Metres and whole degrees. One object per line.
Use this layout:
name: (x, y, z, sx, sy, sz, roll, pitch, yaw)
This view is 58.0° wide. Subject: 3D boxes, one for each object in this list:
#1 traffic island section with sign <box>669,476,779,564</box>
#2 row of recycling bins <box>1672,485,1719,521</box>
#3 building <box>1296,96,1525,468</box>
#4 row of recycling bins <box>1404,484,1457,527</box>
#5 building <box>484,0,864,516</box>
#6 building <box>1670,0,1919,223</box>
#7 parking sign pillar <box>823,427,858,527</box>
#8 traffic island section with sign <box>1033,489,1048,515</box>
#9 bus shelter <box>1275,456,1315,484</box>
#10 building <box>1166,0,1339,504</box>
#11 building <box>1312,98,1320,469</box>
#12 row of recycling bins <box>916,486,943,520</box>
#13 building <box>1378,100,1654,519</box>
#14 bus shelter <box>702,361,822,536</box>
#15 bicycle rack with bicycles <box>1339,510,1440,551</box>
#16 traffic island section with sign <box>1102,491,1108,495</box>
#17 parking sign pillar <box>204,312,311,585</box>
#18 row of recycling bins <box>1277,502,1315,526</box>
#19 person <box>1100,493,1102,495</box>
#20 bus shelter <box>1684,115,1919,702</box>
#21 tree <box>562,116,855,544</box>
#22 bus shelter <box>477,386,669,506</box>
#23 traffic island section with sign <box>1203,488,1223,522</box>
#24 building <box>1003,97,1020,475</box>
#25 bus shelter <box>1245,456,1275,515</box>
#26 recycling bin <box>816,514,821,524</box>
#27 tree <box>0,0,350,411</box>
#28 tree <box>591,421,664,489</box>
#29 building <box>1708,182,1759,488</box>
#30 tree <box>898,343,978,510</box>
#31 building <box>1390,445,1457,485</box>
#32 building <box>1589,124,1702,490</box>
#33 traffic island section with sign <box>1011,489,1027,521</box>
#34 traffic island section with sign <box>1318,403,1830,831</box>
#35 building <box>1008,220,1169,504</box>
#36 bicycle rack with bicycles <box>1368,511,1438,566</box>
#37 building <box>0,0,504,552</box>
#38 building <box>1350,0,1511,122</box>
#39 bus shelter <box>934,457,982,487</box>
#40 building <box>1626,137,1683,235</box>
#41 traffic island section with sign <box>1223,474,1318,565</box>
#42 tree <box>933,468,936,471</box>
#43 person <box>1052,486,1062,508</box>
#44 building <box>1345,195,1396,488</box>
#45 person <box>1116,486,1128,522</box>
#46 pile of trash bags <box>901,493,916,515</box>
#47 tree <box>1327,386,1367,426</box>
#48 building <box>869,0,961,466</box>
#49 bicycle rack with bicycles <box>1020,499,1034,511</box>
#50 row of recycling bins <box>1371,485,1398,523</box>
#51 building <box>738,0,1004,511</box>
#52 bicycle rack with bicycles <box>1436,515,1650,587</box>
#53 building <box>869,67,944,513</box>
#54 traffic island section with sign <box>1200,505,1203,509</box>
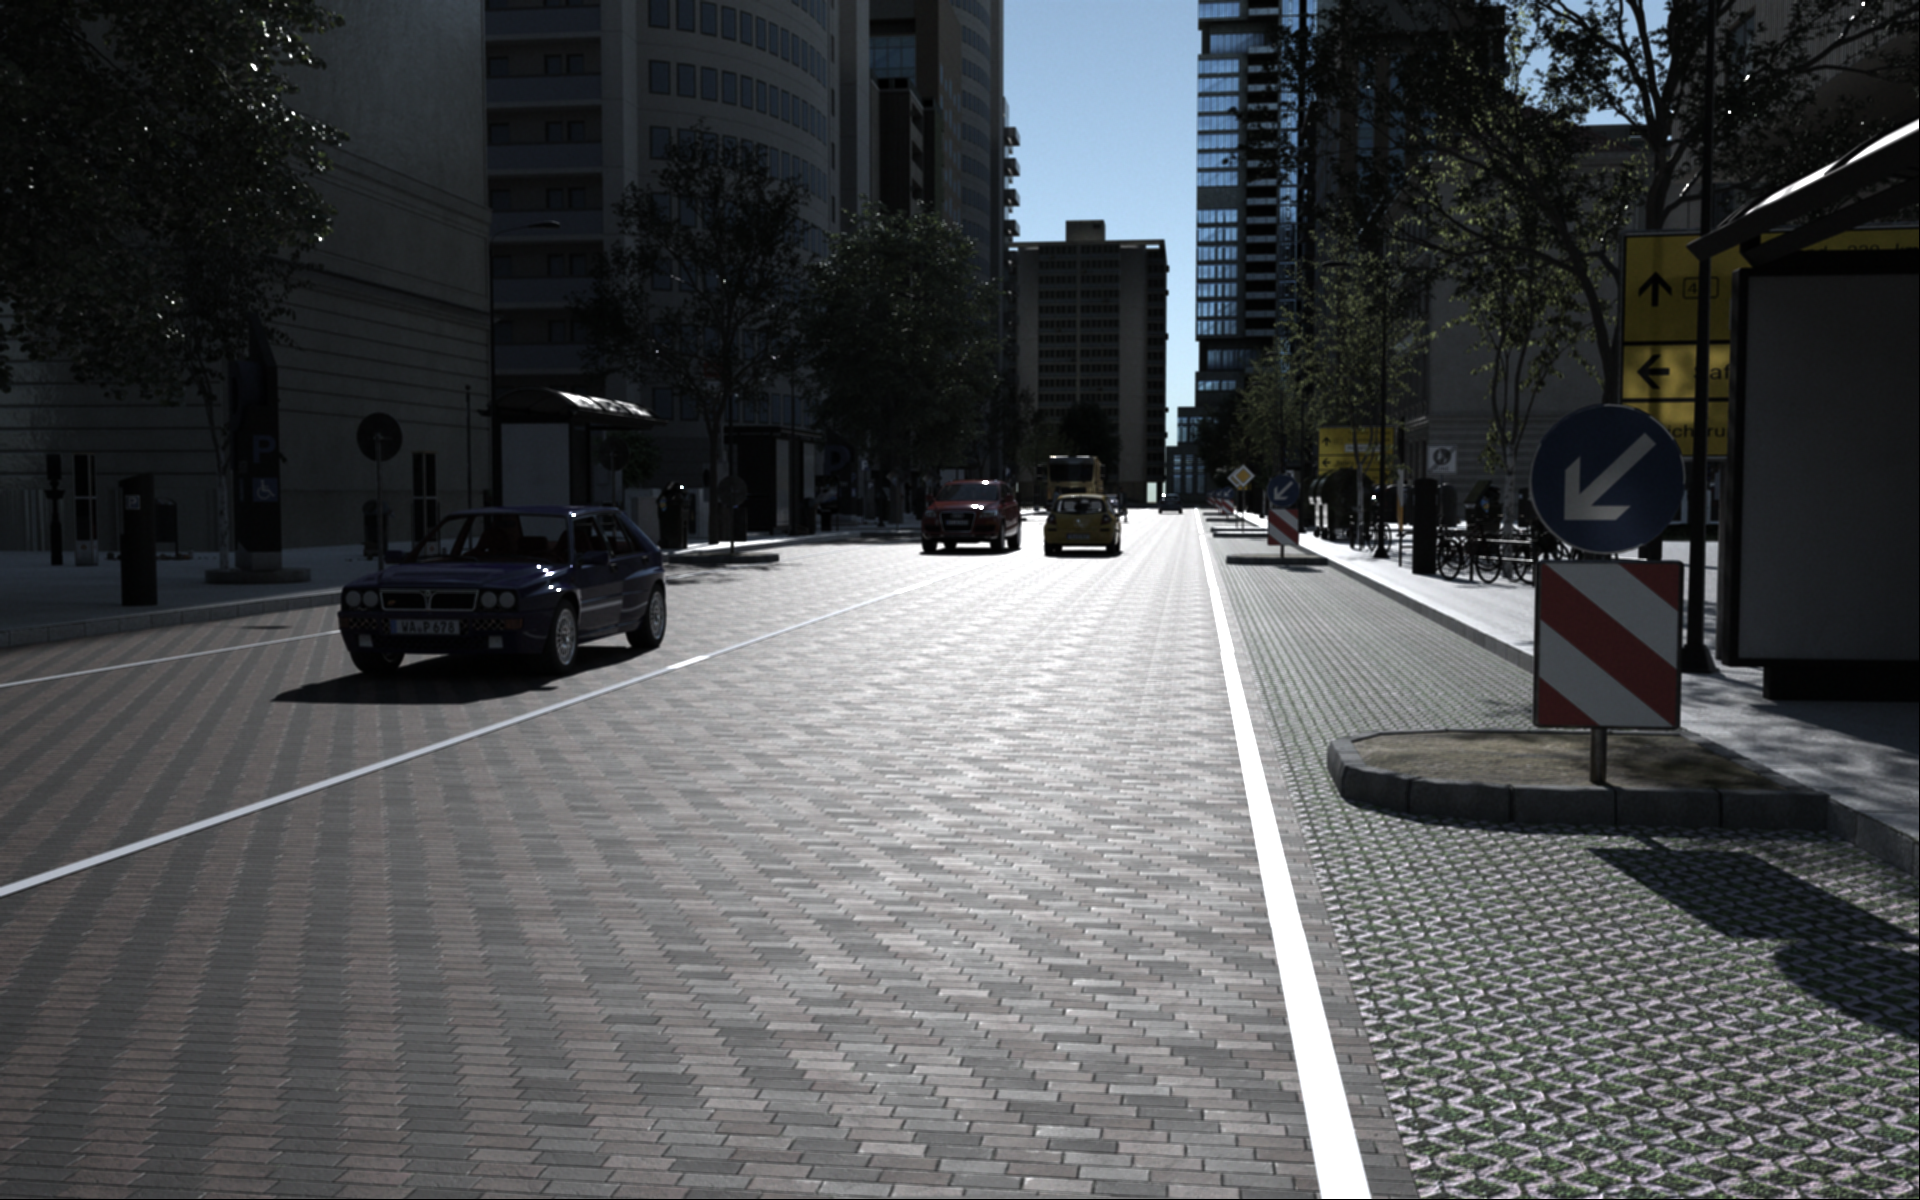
traffic island section with sign: (-4.901, -1.709, 36.565, 1.989, 1.847, 2.006, 0, 4, 8)
row of recycling bins: (35.804, -4.663, 83.350, 3.534, 1.692, 1.069, 1, 4, 15)
building: (48.610, -32.750, 190.079, 22.147, 44.769, 28.867, 0, 4, 8)
row of recycling bins: (18.998, -3.829, 69.714, 1.069, 1.692, 3.534, 0, 4, -6)
building: (-17.701, -33.607, 91.478, 21.231, 58.520, 28.212, 0, 4, 8)
building: (28.444, -26.684, 25.530, 28.713, 52.752, 27.495, 0, 4, 8)
parking sign pillar: (-4.772, -4.915, 68.831, 1.447, 3.967, 1.447, 2, 4, 29)
traffic island section with sign: (6.085, -6.713, 118.379, 1.989, 1.847, 2.006, 0, 4, 8)
bus shelter: (18.403, -6.221, 95.630, 2.014, 3.302, 5.546, 0, 4, 8)
building: (44.494, -56.679, 239.378, 31.000, 86.520, 22.319, 0, 4, 8)
building: (42.015, -31.707, 168.520, 14.600, 45.320, 14.200, 0, 4, 8)
row of recycling bins: (-1.169, -4.877, 86.854, 1.069, 1.692, 3.534, 2, 4, 24)
building: (30.456, -16.010, 97.925, 11.583, 22.565, 21.152, 0, 4, 8)
bus shelter: (-6.338, -4.714, 54.714, 2.179, 5.291, 8.768, 0, 4, 8)
bicycle rack with bicycles: (9.938, -1.599, 39.520, 2.852, 0.926, 2.925, 1, 4, 16)
traffic island section with sign: (16.438, -11.425, 195.422, 1.989, 1.847, 2.006, 0, 4, 8)
parking sign pillar: (-10.237, -2.244, 25.154, 1.447, 3.967, 1.447, -2, 4, -32)
row of recycling bins: (13.795, -3.816, 69.499, 1.069, 1.692, 3.534, 3, 5, 42)
person: (17.847, -13.015, 221.819, 0.617, 1.759, 0.750, 3, 4, 37)
bus shelter: (5.244, -0.872, 8.186, 2.014, 3.302, 5.546, 0, 4, 7)
tree: (-6.479, -6.691, 43.806, 8.767, 10.594, 7.601, 2, 4, 23)
bus shelter: (-7.742, -2.533, 35.333, 2.014, 3.302, 5.546, 0, 4, 8)
traffic island section with sign: (13.860, -5.005, 90.466, 1.989, 1.847, 2.006, 0, 4, 8)
building: (-8.727, -35.519, 200.347, 30.456, 49.044, 23.786, 0, 4, 8)
bus shelter: (19.191, -7.302, 110.673, 1.731, 3.624, 6.357, 0, 4, 7)
recycling bin: (-5.834, -3.842, 75.368, 0.722, 1.027, 0.722, 2, 4, 29)
tree: (-10.492, -6.778, 17.470, 9.857, 13.997, 8.962, 0, 3, 0)
tree: (-14.518, -5.584, 75.012, 4.285, 4.588, 4.351, 0, 3, 0)
building: (91.615, -45.846, 187.837, 20.611, 71.187, 20.563, 0, 4, 8)
tree: (-1.379, -8.100, 82.801, 4.737, 8.622, 4.395, 0, 3, 0)
building: (66.223, -28.241, 233.444, 14.107, 30.474, 14.160, 0, 4, 8)
building: (74.739, -31.234, 194.265, 14.086, 41.232, 14.154, 0, 4, 8)
traffic island section with sign: (2.501, -5.079, 91.662, 1.989, 1.847, 2.006, 0, 4, 8)
traffic island section with sign: (2.835, 0.015, 8.390, 1.989, 1.847, 2.006, 0, 4, 8)
building: (17.808, -34.054, 248.655, 23.993, 40.220, 32.217, 0, 4, 8)
bicycle rack with bicycles: (8.905, -1.000, 29.736, 2.925, 0.926, 2.852, 0, 4, -2)
building: (-29.222, -13.050, 46.659, 30.059, 22.955, 16.112, 0, 4, 8)
building: (40.081, -30.817, 153.973, 14.600, 45.320, 14.200, 0, 4, 8)
bus shelter: (-0.138, -6.209, 95.442, 2.014, 3.302, 5.546, 0, 4, 8)
building: (89.098, -37.645, 235.098, 30.456, 49.044, 23.786, 0, 4, 8)
traffic island section with sign: (6.494, -1.650, 35.612, 1.989, 1.847, 2.006, 0, 4, 8)
tree: (-1.595, -7.291, 113.816, 1.663, 3.219, 1.824, 0, 3, 0)
person: (4.194, -4.077, 75.422, 0.793, 1.790, 0.793, 3, 5, 41)
building: (35.728, -18.586, 122.942, 14.314, 24.678, 30.058, 0, 4, 8)
person: (8.377, -4.937, 89.199, 0.794, 1.824, 0.713, 3, 5, 45)
pile of trash bags: (-2.517, -5.914, 106.453, 3.447, 1.369, 1.912, 2, 4, 23)
tree: (24.370, -9.948, 113.013, 4.737, 8.622, 4.395, 0, 3, 0)
building: (-7.655, -30.605, 150.495, 14.600, 45.320, 14.200, 0, 4, 8)
bicycle rack with bicycles: (4.235, -7.100, 129.472, 2.852, 0.926, 2.925, 1, 4, 23)
row of recycling bins: (19.348, -4.355, 78.322, 1.069, 1.692, 3.534, -1, 4, -21)
building: (-7.657, -38.538, 172.090, 21.231, 58.520, 28.212, 0, 4, 8)
bicycle rack with bicycles: (8.541, -0.701, 24.839, 2.852, 0.926, 2.925, -1, 4, -11)
building: (-9.019, -21.394, 121.494, 14.160, 30.474, 14.107, 0, 4, 8)
traffic island section with sign: (17.449, -6.639, 117.182, 1.989, 1.847, 2.006, 0, 4, 8)
